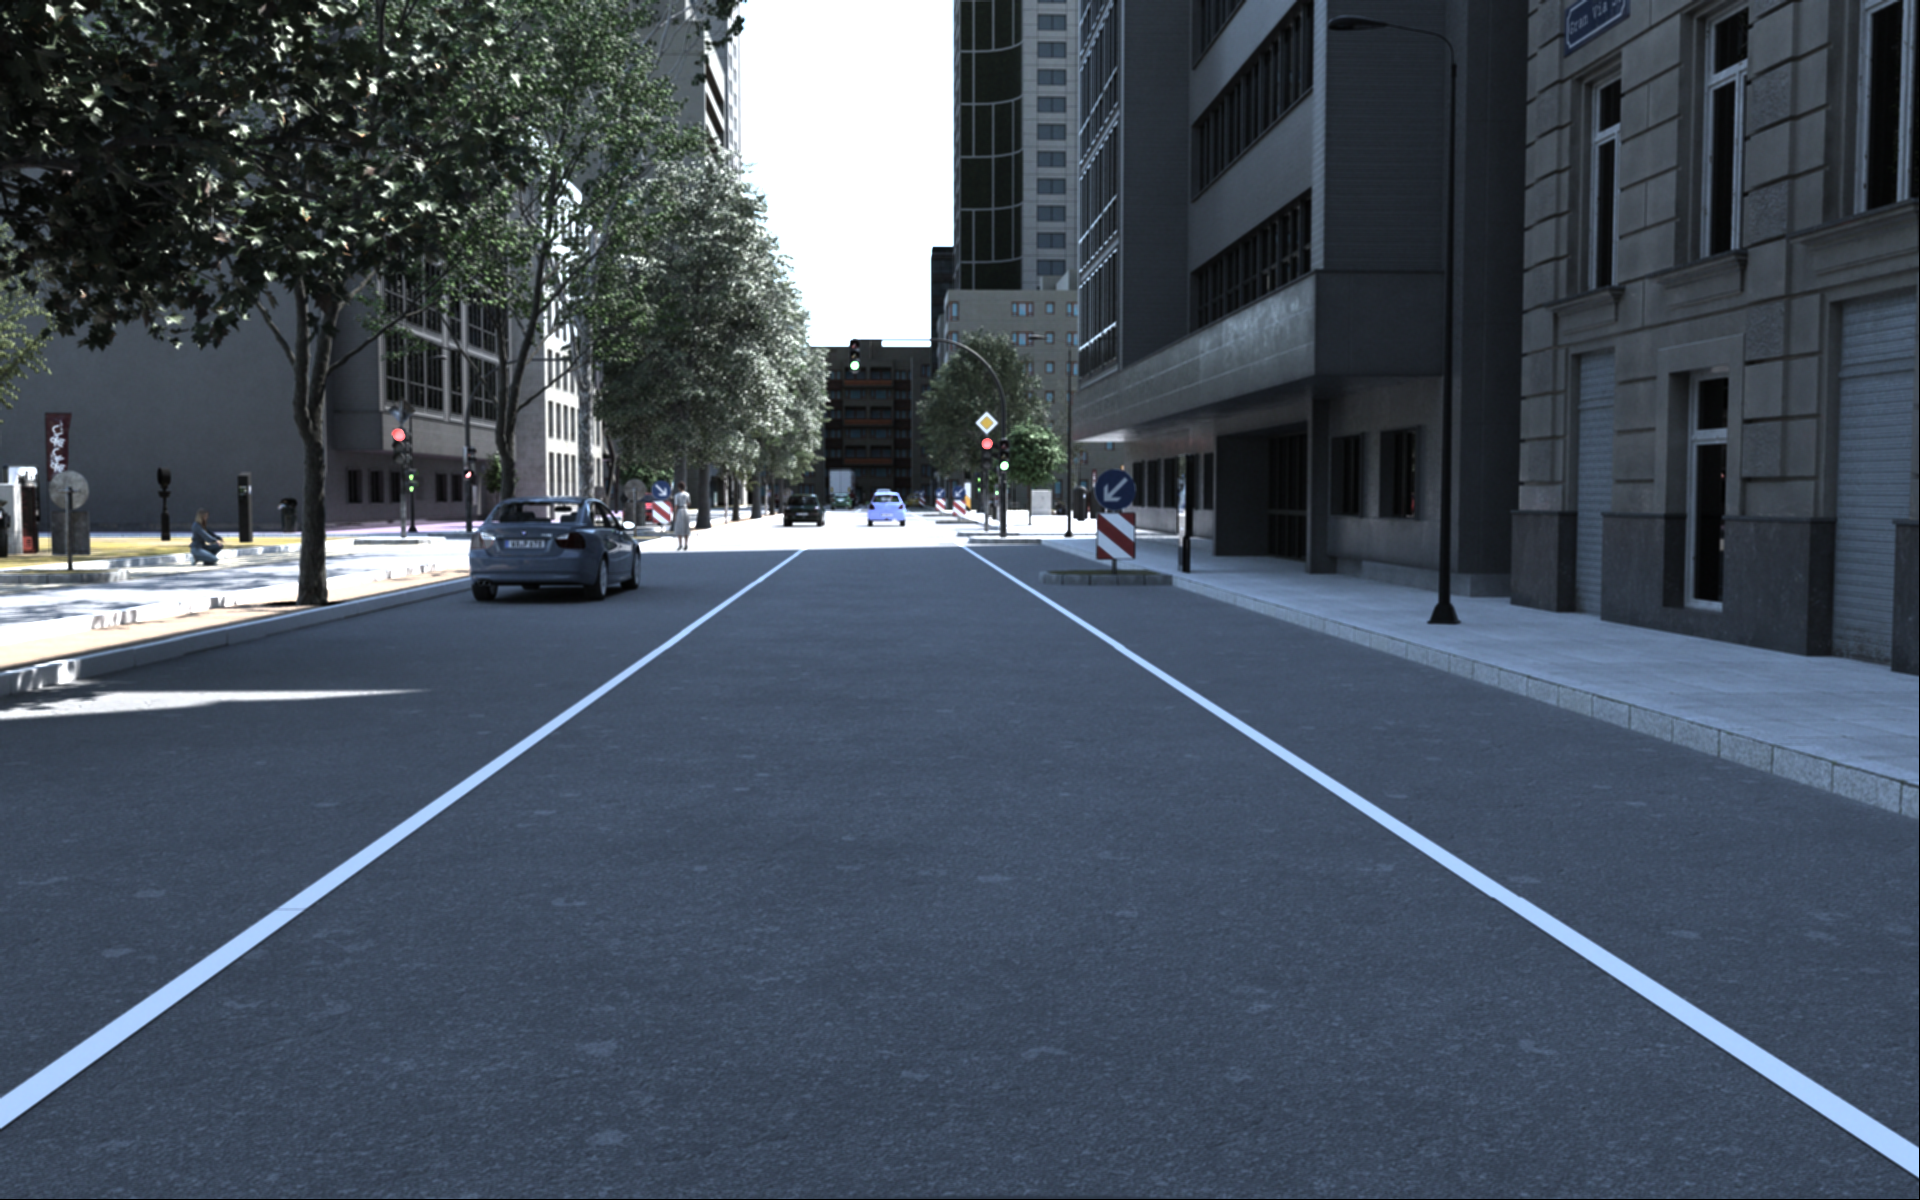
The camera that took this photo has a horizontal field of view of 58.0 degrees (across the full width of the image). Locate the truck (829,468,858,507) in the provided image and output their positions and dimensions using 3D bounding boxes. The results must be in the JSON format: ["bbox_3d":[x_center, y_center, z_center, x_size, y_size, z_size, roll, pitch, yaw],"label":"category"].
[{"bbox_3d":[-13.087,-12.558,194.241,2.839,4.237,11.283,0,4,-1],"label":"truck"}]

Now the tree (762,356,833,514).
[{"bbox_3d":[-12.885,-12.416,123.579,7.486,12.596,7.792,0,3,0],"label":"tree"}]

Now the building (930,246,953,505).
[{"bbox_3d":[3.488,-26.379,202.999,14.160,30.474,14.107,0,4,-3],"label":"building"}]

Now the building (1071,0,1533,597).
[{"bbox_3d":[10.980,-13.260,35.870,14.314,24.678,30.058,0,4,-3],"label":"building"}]

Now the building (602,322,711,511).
[{"bbox_3d":[-36.534,-18.467,146.971,27.650,21.520,28.899,0,4,-3],"label":"building"}]

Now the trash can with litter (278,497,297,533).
[{"bbox_3d":[-22.305,-2.817,57.440,0.624,1.170,1.055,-1,4,-23],"label":"trash can with litter"}]

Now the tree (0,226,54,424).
[{"bbox_3d":[-25.657,-5.810,45.363,4.737,8.622,4.395,0,3,0],"label":"tree"}]

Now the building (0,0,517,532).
[{"bbox_3d":[-27.426,-16.872,69.366,14.314,27.812,24.014,0,4,-3],"label":"building"}]

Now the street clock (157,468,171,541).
[{"bbox_3d":[-21.835,-2.629,47.555,0.358,2.002,0.471,-3,5,-40],"label":"street clock"}]

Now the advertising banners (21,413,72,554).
[{"bbox_3d":[-20.125,-2.503,37.107,2.074,3.025,0.090,-1,4,-15],"label":"advertising banners"}]

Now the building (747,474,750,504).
[{"bbox_3d":[-42.122,-23.533,229.805,28.899,21.520,27.650,0,4,-3],"label":"building"}]

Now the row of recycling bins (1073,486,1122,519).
[{"bbox_3d":[7.558,-5.017,89.146,3.534,1.692,1.069,1,4,8],"label":"row of recycling bins"}]

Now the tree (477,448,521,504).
[{"bbox_3d":[-19.080,-4.701,71.460,1.663,3.219,1.824,0,3,0],"label":"tree"}]

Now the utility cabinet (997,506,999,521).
[{"bbox_3d":[1.966,-4.463,81.647,0.318,1.500,1.173,1,4,11],"label":"utility cabinet"}]

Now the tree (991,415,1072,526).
[{"bbox_3d":[2.930,-5.323,70.748,4.285,4.588,4.351,0,3,0],"label":"tree"}]

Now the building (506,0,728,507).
[{"bbox_3d":[-34.783,-33.502,171.452,21.300,48.544,21.600,0,4,-3],"label":"building"}]

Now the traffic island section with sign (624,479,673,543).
[{"bbox_3d":[-9.608,-2.604,50.711,2.006,1.907,1.989,0,4,-3],"label":"traffic island section with sign"}]

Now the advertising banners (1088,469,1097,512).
[{"bbox_3d":[9.066,-7.729,122.551,0.090,3.025,2.074,-2,4,-30],"label":"advertising banners"}]

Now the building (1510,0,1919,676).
[{"bbox_3d":[12.572,-12.856,7.461,12.463,27.353,25.104,0,4,-3],"label":"building"}]

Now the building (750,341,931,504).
[{"bbox_3d":[-12.177,-23.617,231.173,28.899,21.520,27.650,0,4,-3],"label":"building"}]

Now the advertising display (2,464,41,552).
[{"bbox_3d":[-20.586,-2.006,38.017,0.123,1.923,0.974,1,4,11],"label":"advertising display"}]

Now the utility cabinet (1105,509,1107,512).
[{"bbox_3d":[7.553,-4.987,92.692,1.020,1.237,0.306,-2,4,-25],"label":"utility cabinet"}]

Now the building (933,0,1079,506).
[{"bbox_3d":[7.664,-45.648,184.600,20.563,71.187,20.611,0,4,-3],"label":"building"}]

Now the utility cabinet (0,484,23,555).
[{"bbox_3d":[-20.288,-1.685,36.229,1.173,1.500,0.318,0,4,1],"label":"utility cabinet"}]

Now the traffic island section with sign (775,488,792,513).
[{"bbox_3d":[-13.322,-7.648,133.174,2.006,1.907,1.989,0,4,-3],"label":"traffic island section with sign"}]

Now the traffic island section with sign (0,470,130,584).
[{"bbox_3d":[-14.831,-1.208,28.377,1.989,1.847,2.006,0,4,-3],"label":"traffic island section with sign"}]

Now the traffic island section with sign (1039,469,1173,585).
[{"bbox_3d":[2.312,-1.192,28.120,1.989,1.847,2.006,0,4,-3],"label":"traffic island section with sign"}]

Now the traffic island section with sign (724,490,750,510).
[{"bbox_3d":[-20.764,-9.267,160.145,1.989,1.847,2.006,0,4,-3],"label":"traffic island section with sign"}]

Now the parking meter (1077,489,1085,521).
[{"bbox_3d":[5.706,-4.473,81.540,0.372,1.533,0.369,0,3,0],"label":"parking meter"}]

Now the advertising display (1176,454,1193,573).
[{"bbox_3d":[3.698,-1.425,28.516,0.123,1.923,0.974,0,4,-2],"label":"advertising display"}]

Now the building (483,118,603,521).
[{"bbox_3d":[-25.366,-14.423,90.559,10.420,20.320,16.860,0,4,-3],"label":"building"}]

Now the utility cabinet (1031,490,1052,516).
[{"bbox_3d":[4.714,-5.607,100.345,1.173,1.500,0.318,0,4,0],"label":"utility cabinet"}]

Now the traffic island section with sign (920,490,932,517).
[{"bbox_3d":[-1.385,-6.227,110.441,1.989,1.847,2.006,0,4,-3],"label":"traffic island section with sign"}]

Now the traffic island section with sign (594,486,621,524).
[{"bbox_3d":[-17.273,-4.534,82.755,1.989,1.847,2.006,0,4,-3],"label":"traffic island section with sign"}]

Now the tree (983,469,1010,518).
[{"bbox_3d":[1.795,-6.035,93.267,1.663,3.219,1.824,0,3,0],"label":"tree"}]

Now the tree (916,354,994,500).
[{"bbox_3d":[-0.150,-13.582,140.186,7.486,12.596,7.792,0,3,0],"label":"tree"}]

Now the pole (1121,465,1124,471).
[{"bbox_3d":[11.525,-7.907,123.128,0.158,3.312,0.155,0,3,0],"label":"pole"}]

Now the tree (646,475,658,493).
[{"bbox_3d":[-21.982,-7.936,124.355,1.663,3.219,1.824,0,3,0],"label":"tree"}]

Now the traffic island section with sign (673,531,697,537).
[{"bbox_3d":[-9.931,-3.057,58.112,2.006,1.907,1.989,0,4,-3],"label":"traffic island section with sign"}]

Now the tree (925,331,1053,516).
[{"bbox_3d":[1.525,-10.118,99.838,8.767,10.594,7.601,2,4,31],"label":"tree"}]

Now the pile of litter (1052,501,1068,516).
[{"bbox_3d":[5.695,-5.397,102.207,1.719,0.858,1.176,-1,4,-19],"label":"pile of litter"}]

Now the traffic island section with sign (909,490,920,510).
[{"bbox_3d":[-3.653,-9.294,160.590,1.989,1.847,2.006,0,4,-3],"label":"traffic island section with sign"}]

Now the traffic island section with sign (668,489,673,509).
[{"bbox_3d":[-18.505,-6.202,110.034,1.989,1.847,2.006,0,4,-3],"label":"traffic island section with sign"}]

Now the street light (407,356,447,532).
[{"bbox_3d":[-17.931,-5.244,58.288,1.470,5.913,1.316,0,4,-3],"label":"street light"}]

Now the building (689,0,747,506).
[{"bbox_3d":[-35.621,-46.421,197.236,20.611,71.187,20.563,0,4,-3],"label":"building"}]

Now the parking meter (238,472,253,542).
[{"bbox_3d":[-19.017,-2.469,46.081,0.255,1.863,0.399,0,4,-6],"label":"parking meter"}]

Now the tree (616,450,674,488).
[{"bbox_3d":[-23.009,-9.002,130.896,4.285,4.588,4.351,0,3,0],"label":"tree"}]

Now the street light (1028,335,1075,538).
[{"bbox_3d":[2.682,-4.792,50.897,1.470,5.913,1.316,0,4,-3],"label":"street light"}]

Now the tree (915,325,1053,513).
[{"bbox_3d":[1.578,-12.286,117.888,9.611,12.733,9.660,0,3,0],"label":"tree"}]

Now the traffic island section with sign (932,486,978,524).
[{"bbox_3d":[-0.185,-4.580,83.512,1.989,1.847,2.006,0,4,-3],"label":"traffic island section with sign"}]

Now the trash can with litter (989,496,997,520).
[{"bbox_3d":[1.859,-4.518,85.260,0.624,1.170,1.055,2,4,28],"label":"trash can with litter"}]

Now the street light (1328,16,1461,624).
[{"bbox_3d":[4.273,-2.721,17.026,1.470,5.913,1.316,0,4,-3],"label":"street light"}]

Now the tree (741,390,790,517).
[{"bbox_3d":[-12.070,-9.473,107.699,4.360,8.622,3.978,0,3,0],"label":"tree"}]

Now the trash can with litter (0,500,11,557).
[{"bbox_3d":[-19.750,-1.440,34.933,1.055,1.170,0.624,0,4,-4],"label":"trash can with litter"}]

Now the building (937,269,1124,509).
[{"bbox_3d":[12.125,-19.360,161.582,27.650,21.520,28.899,0,4,-3],"label":"building"}]

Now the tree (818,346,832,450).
[{"bbox_3d":[-11.824,-11.674,99.976,9.857,13.997,8.962,0,3,0],"label":"tree"}]

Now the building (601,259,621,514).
[{"bbox_3d":[-29.884,-14.673,107.350,16.820,18.784,16.811,0,4,-3],"label":"building"}]
